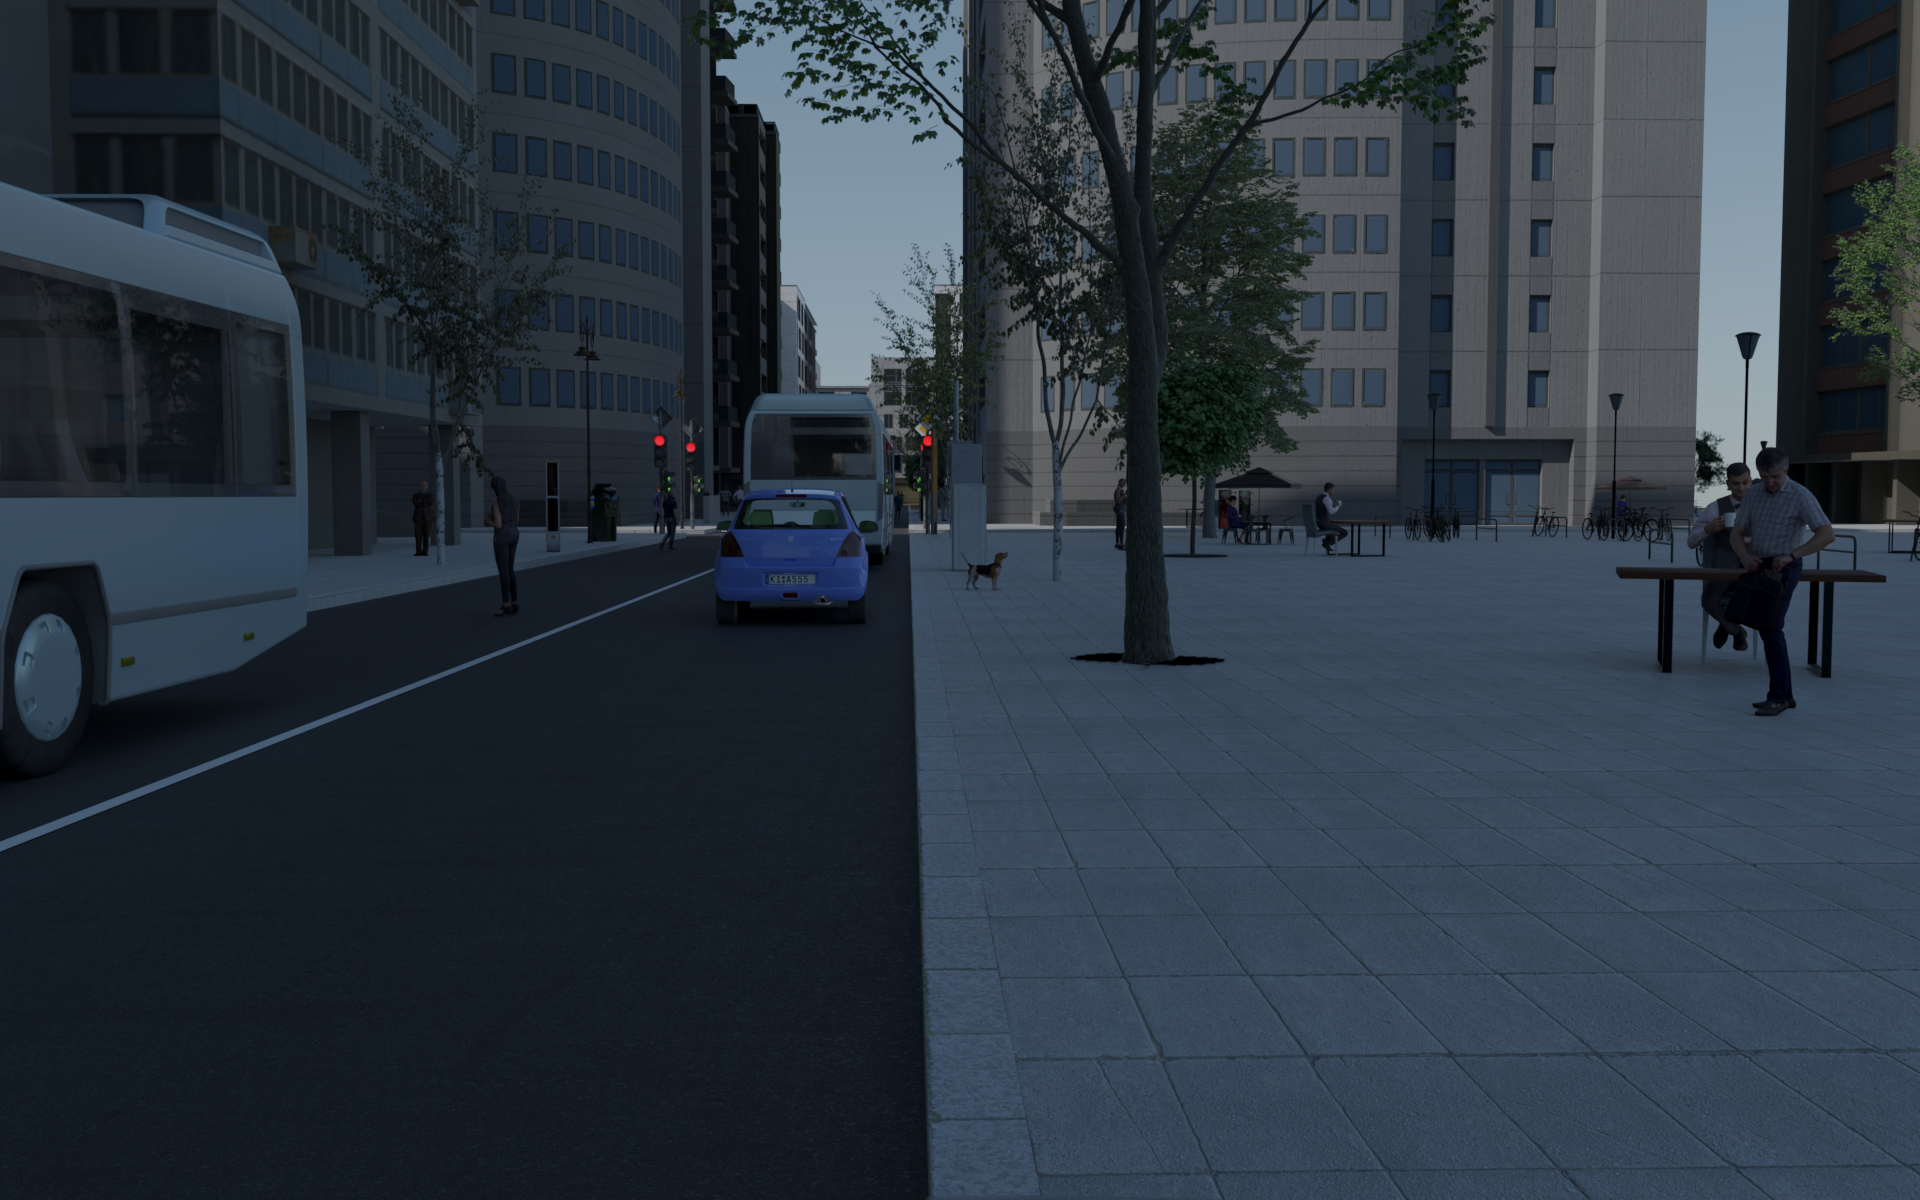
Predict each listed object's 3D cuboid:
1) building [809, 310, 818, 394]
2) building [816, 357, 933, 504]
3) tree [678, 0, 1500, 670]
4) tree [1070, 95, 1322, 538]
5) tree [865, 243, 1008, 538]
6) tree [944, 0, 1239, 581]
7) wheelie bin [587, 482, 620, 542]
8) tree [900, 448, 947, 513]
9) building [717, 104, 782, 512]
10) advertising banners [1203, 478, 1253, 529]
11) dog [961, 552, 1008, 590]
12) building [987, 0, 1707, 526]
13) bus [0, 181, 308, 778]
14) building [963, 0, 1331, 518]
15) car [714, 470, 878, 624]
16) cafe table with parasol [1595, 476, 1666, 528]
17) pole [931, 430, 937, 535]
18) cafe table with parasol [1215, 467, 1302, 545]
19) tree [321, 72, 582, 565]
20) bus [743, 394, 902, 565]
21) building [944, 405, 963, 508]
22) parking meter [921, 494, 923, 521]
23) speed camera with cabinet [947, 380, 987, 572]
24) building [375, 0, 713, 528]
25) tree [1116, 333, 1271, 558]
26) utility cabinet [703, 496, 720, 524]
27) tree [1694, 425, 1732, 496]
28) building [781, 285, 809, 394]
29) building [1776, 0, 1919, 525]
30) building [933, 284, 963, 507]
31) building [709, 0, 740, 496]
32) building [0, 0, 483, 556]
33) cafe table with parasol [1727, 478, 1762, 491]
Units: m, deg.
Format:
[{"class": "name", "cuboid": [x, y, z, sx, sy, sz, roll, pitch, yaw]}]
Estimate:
[{"class": "building", "cuboid": [-33.192, -21.690, 198.608, 32.646, 21.610, 27.936, 0, 4, -2]}, {"class": "building", "cuboid": [-11.716, -22.361, 232.064, 31.486, 18.905, 16.747, 0, 4, -2]}, {"class": "tree", "cuboid": [1.343, -5.337, 13.014, 9.928, 11.665, 9.643, 0, 3, 0]}, {"class": "tree", "cuboid": [6.901, -8.081, 50.258, 7.486, 12.596, 7.792, 0, 3, 0]}, {"class": "tree", "cuboid": [-0.423, -6.090, 49.930, 4.737, 8.622, 4.395, 0, 3, 0]}, {"class": "tree", "cuboid": [1.572, -4.575, 25.168, 4.360, 8.622, 3.978, 0, 3, 0]}, {"class": "wheelie bin", "cuboid": [-9.601, -2.379, 46.798, 0.693, 1.594, 0.980, 2, 4, 26]}, {"class": "tree", "cuboid": [-2.508, -8.176, 117.391, 4.285, 4.588, 4.351, 0, 3, 0]}, {"class": "building", "cuboid": [-20.744, -21.815, 128.382, 14.160, 30.474, 14.107, 0, 4, -2]}, {"class": "advertising banners", "cuboid": [9.749, -4.116, 63.479, 2.074, 3.025, 0.090, -1, 4, -10]}, {"class": "dog", "cuboid": [0.326, -0.389, 23.189, 0.540, 0.507, 0.406, -1, 4, -17]}, {"class": "building", "cuboid": [14.976, -32.746, 77.391, 28.212, 58.520, 21.231, 0, 4, -2]}, {"class": "bus", "cuboid": [-5.796, -0.653, 5.545, 2.948, 3.499, 13.247, 0, 4, -1]}, {"class": "building", "cuboid": [10.662, -35.099, 115.866, 21.231, 58.520, 28.212, 0, 4, -2]}, {"class": "car", "cuboid": [-1.930, -0.663, 20.435, 1.945, 1.707, 3.694, 0, 4, -3]}, {"class": "cafe table with parasol", "cuboid": [25.904, -3.798, 66.962, 2.610, 1.966, 2.610, 1, 4, 18]}, {"class": "pole", "cuboid": [-0.821, -3.731, 54.847, 0.158, 3.312, 0.155, 0, 3, 0]}, {"class": "cafe table with parasol", "cuboid": [7.594, -2.392, 43.980, 2.610, 1.966, 2.610, -1, 4, -15]}, {"class": "tree", "cuboid": [-9.202, -4.949, 31.286, 4.360, 8.622, 3.978, 0, 3, 0]}, {"class": "bus", "cuboid": [-2.834, -2.660, 38.354, 2.948, 3.499, 13.247, 0, 4, -1]}, {"class": "building", "cuboid": [3.279, -13.000, 154.703, 9.099, 9.664, 28.070, 0, 4, -2]}, {"class": "parking meter", "cuboid": [-1.688, -4.539, 82.630, 0.372, 1.533, 0.369, 0, 3, 0]}, {"class": "speed camera with cabinet", "cuboid": [0.130, -2.154, 29.555, 0.660, 3.252, 2.038, 0, 4, -1]}, {"class": "building", "cuboid": [-23.376, -32.752, 77.491, 21.231, 58.520, 28.212, 0, 4, -2]}, {"class": "tree", "cuboid": [4.721, -3.160, 35.373, 4.285, 4.588, 4.351, 0, 3, 0]}, {"class": "utility cabinet", "cuboid": [-10.684, -3.870, 74.442, 0.306, 1.237, 1.020, 1, 4, 19]}, {"class": "tree", "cuboid": [51.271, -10.219, 129.984, 11.467, 7.101, 20.602, 0, 4, -3]}, {"class": "building", "cuboid": [-29.775, -19.742, 166.758, 27.936, 21.610, 32.646, 0, 4, -2]}, {"class": "building", "cuboid": [51.586, -25.774, 76.024, 28.867, 44.769, 22.147, 0, 4, -2]}, {"class": "building", "cuboid": [11.008, -20.893, 185.567, 27.936, 21.610, 32.646, 0, 4, -2]}, {"class": "building", "cuboid": [-25.464, -27.628, 106.347, 22.147, 44.769, 28.867, 0, 4, -2]}, {"class": "building", "cuboid": [-23.638, -21.076, 36.481, 23.993, 40.220, 32.217, 0, 4, -2]}, {"class": "cafe table with parasol", "cuboid": [33.521, -4.162, 72.911, 2.610, 1.966, 2.610, -2, 4, -23]}]
